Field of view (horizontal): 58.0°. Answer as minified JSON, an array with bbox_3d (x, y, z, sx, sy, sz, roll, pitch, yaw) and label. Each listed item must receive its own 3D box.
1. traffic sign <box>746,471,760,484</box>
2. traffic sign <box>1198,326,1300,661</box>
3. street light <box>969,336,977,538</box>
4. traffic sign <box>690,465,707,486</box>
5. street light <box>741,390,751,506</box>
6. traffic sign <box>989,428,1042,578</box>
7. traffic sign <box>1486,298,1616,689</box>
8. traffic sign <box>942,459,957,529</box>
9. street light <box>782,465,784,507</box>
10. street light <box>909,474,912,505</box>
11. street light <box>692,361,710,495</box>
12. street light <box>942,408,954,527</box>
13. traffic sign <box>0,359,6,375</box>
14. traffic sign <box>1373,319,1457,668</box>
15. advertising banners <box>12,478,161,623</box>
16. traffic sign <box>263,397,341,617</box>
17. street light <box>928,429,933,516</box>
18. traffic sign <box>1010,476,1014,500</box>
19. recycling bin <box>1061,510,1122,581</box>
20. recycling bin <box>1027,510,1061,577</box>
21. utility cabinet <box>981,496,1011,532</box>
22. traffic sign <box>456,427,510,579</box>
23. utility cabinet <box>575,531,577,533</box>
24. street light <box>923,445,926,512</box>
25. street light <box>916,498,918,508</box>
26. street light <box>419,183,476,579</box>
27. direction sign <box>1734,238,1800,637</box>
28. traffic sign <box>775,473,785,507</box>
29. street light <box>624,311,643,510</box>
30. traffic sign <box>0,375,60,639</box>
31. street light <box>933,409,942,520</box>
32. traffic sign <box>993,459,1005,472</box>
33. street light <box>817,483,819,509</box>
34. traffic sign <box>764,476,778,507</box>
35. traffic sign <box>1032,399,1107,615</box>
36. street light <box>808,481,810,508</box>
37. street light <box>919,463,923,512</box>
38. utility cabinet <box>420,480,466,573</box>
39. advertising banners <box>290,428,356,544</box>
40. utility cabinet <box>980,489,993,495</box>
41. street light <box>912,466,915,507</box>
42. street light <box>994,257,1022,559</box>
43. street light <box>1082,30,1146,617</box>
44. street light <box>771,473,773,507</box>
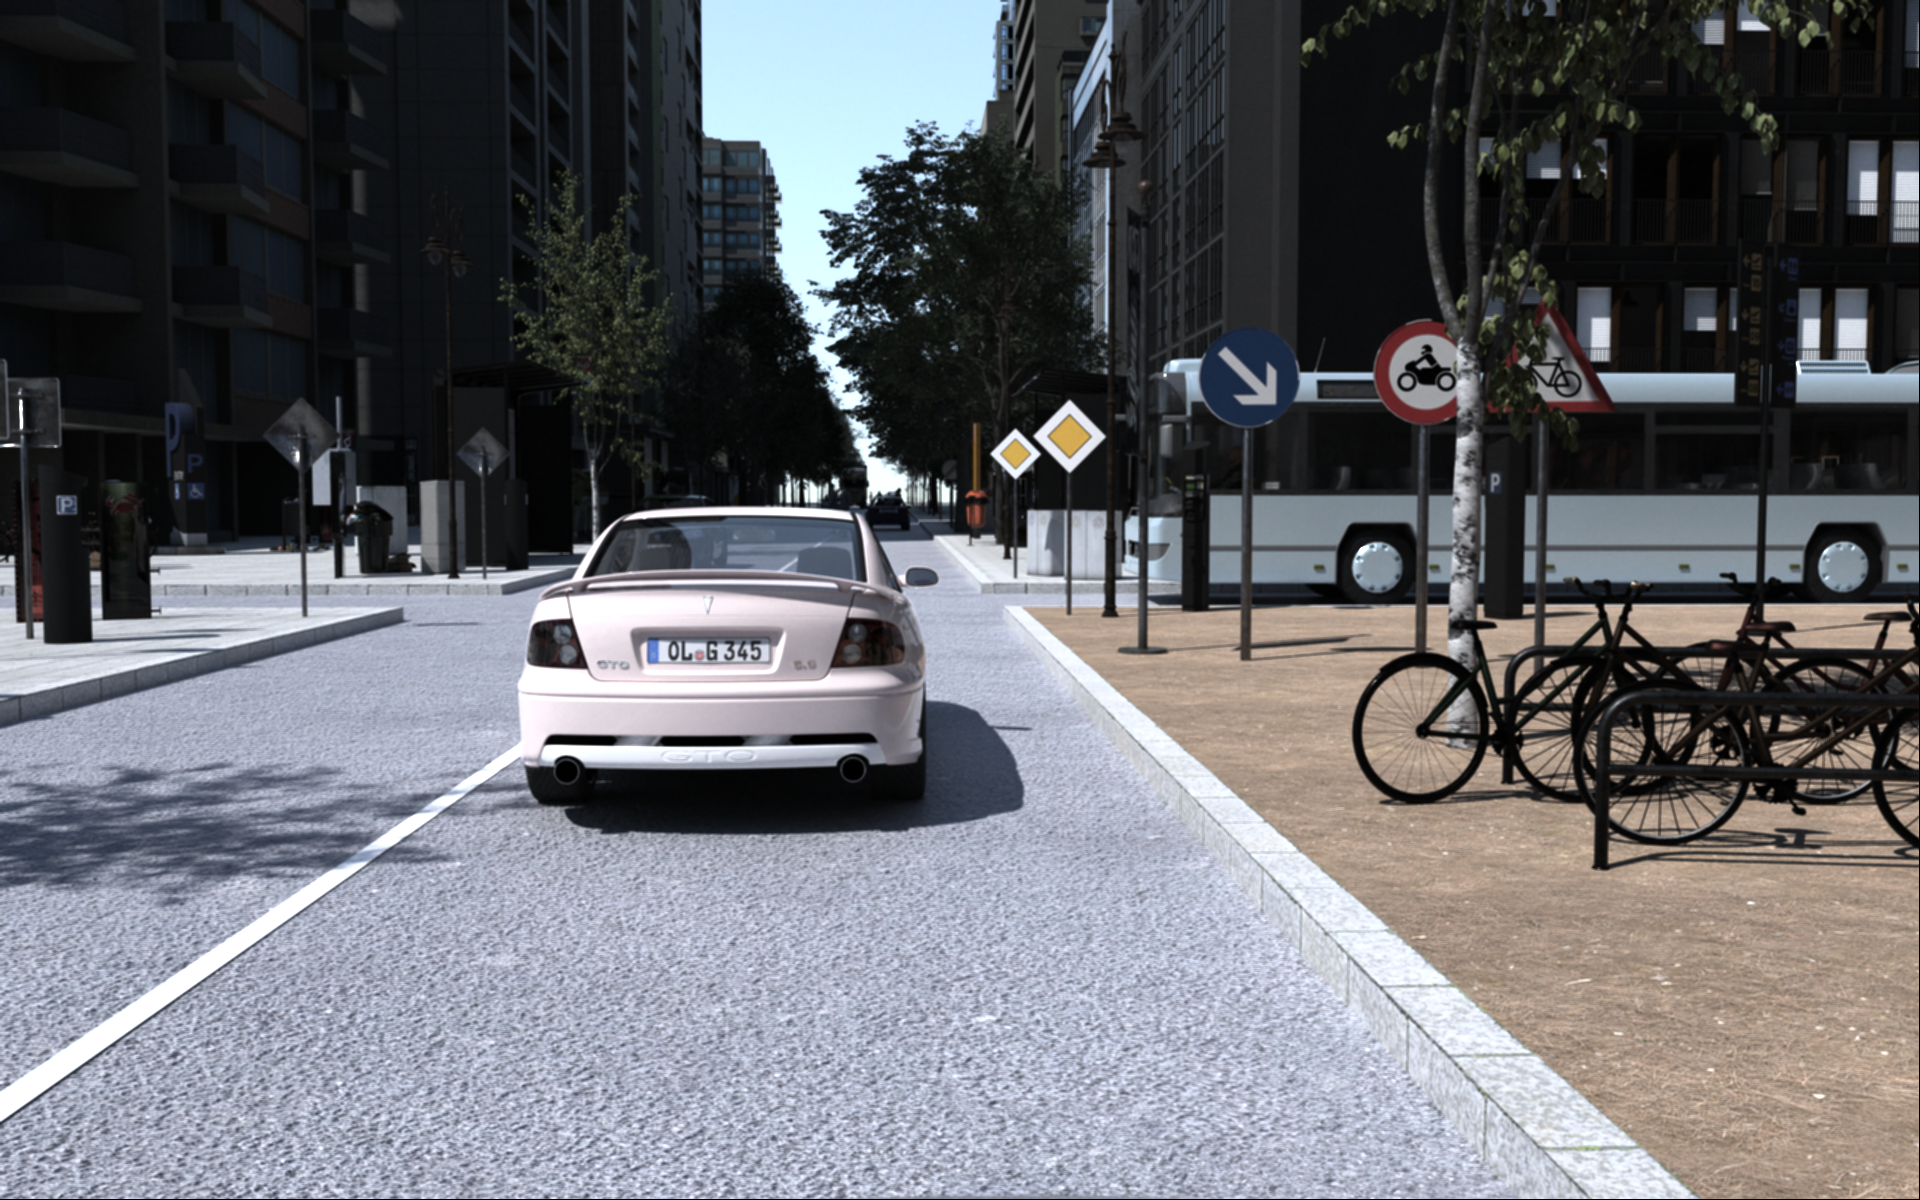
[{"bbox_3d":[-11.038,-5.650,92.476,0.768,2.556,0.104,0,4,2],"label":"traffic sign"},{"bbox_3d":[2.205,-0.806,13.286,0.768,2.556,0.104,0,4,7],"label":"traffic sign"},{"bbox_3d":[0.364,-4.771,50.798,0.468,5.910,1.993,0,4,-2],"label":"street light"},{"bbox_3d":[-11.484,-4.639,75.949,0.768,2.556,0.104,0,4,-1],"label":"traffic sign"},{"bbox_3d":[-9.578,-6.387,77.218,0.468,5.910,1.993,0,4,-2],"label":"street light"},{"bbox_3d":[0.840,-1.385,26.289,0.795,2.450,0.064,0,4,-2],"label":"traffic sign"},{"bbox_3d":[3.808,-0.693,11.328,0.884,2.594,0.081,0,4,6],"label":"traffic sign"},{"bbox_3d":[-0.290,-3.880,63.540,0.768,2.556,0.104,0,4,3],"label":"traffic sign"},{"bbox_3d":[-10.507,-7.943,102.653,0.468,5.910,1.993,0,4,-2],"label":"street light"},{"bbox_3d":[-4.725,-12.514,177.399,0.468,5.910,1.993,0,4,-2],"label":"street light"},{"bbox_3d":[-9.008,-5.349,60.244,0.468,5.910,1.993,0,4,-2],"label":"street light"},{"bbox_3d":[-0.333,-5.795,67.544,0.468,5.910,1.993,0,4,-2],"label":"street light"},{"bbox_3d":[-7.538,-0.677,13.198,0.606,2.300,0.079,0,4,5],"label":"traffic sign"},{"bbox_3d":[3.404,-0.772,12.722,0.768,2.556,0.104,0,4,4],"label":"traffic sign"},{"bbox_3d":[-9.161,-1.291,17.291,2.074,3.025,0.090,-2,4,-28],"label":"advertising banners"},{"bbox_3d":[-6.837,-0.879,18.019,0.795,2.450,0.064,0,4,-2],"label":"traffic sign"},{"bbox_3d":[-1.540,-7.842,101.012,0.468,5.910,1.993,0,4,-2],"label":"street light"},{"bbox_3d":[1.921,-3.993,65.398,0.768,2.556,0.104,0,4,4],"label":"traffic sign"},{"bbox_3d":[2.008,-0.826,26.064,0.722,1.027,0.722,1,4,21],"label":"recycling bin"},{"bbox_3d":[1.532,-0.903,27.325,0.722,1.027,0.722,-2,4,-28],"label":"recycling bin"},{"bbox_3d":[1.217,-2.894,58.484,1.020,1.237,0.306,0,4,3],"label":"utility cabinet"},{"bbox_3d":[-7.149,-1.367,25.998,0.795,2.450,0.064,0,4,-2],"label":"traffic sign"},{"bbox_3d":[-12.563,-2.837,57.540,1.020,1.237,0.306,2,4,32],"label":"utility cabinet"},{"bbox_3d":[-1.934,-8.357,109.420,0.468,5.910,1.993,0,4,-2],"label":"street light"},{"bbox_3d":[-3.290,-10.435,143.392,0.468,5.910,1.993,0,4,-2],"label":"street light"},{"bbox_3d":[-7.695,-3.264,26.147,0.468,5.910,1.993,0,4,-2],"label":"street light"},{"bbox_3d":[7.273,-1.447,15.660,0.876,3.537,0.379,-2,4,-32],"label":"direction sign"},{"bbox_3d":[-10.263,-5.968,97.680,0.768,2.556,0.104,0,4,2],"label":"traffic sign"},{"bbox_3d":[-8.237,-4.334,43.651,0.468,5.910,1.993,0,4,-2],"label":"street light"},{"bbox_3d":[-8.234,-0.804,15.272,0.606,2.300,0.079,0,4,-2],"label":"traffic sign"},{"bbox_3d":[-0.956,-6.827,84.411,0.468,5.910,1.993,0,4,-2],"label":"street light"},{"bbox_3d":[1.381,-3.159,51.764,0.768,2.556,0.104,0,4,7],"label":"traffic sign"},{"bbox_3d":[-12.531,-11.006,152.737,0.468,5.910,1.993,0,4,-2],"label":"street light"},{"bbox_3d":[-10.577,-5.923,96.946,0.768,2.556,0.104,0,4,-1],"label":"traffic sign"},{"bbox_3d":[1.152,-0.897,18.309,0.795,2.450,0.064,0,4,-2],"label":"traffic sign"},{"bbox_3d":[-11.873,-9.991,136.140,0.468,5.910,1.993,0,4,-2],"label":"street light"},{"bbox_3d":[-2.673,-9.419,126.793,0.468,5.910,1.993,0,4,-2],"label":"street light"},{"bbox_3d":[-8.425,-1.194,28.201,0.318,1.500,1.173,0,4,5],"label":"utility cabinet"},{"bbox_3d":[-16.614,-3.003,45.292,0.090,3.025,2.074,2,4,31],"label":"advertising banners"},{"bbox_3d":[0.740,-3.751,70.000,1.173,1.500,0.318,2,4,26],"label":"utility cabinet"},{"bbox_3d":[-3.976,-11.453,160.044,0.468,5.910,1.993,0,4,-2],"label":"street light"},{"bbox_3d":[0.936,-3.746,34.029,0.468,5.910,1.993,0,4,-2],"label":"street light"},{"bbox_3d":[1.569,-2.761,17.925,0.468,5.910,1.993,0,4,-2],"label":"street light"},{"bbox_3d":[-10.189,-7.403,93.819,0.468,5.910,1.993,0,4,-2],"label":"street light"}]
